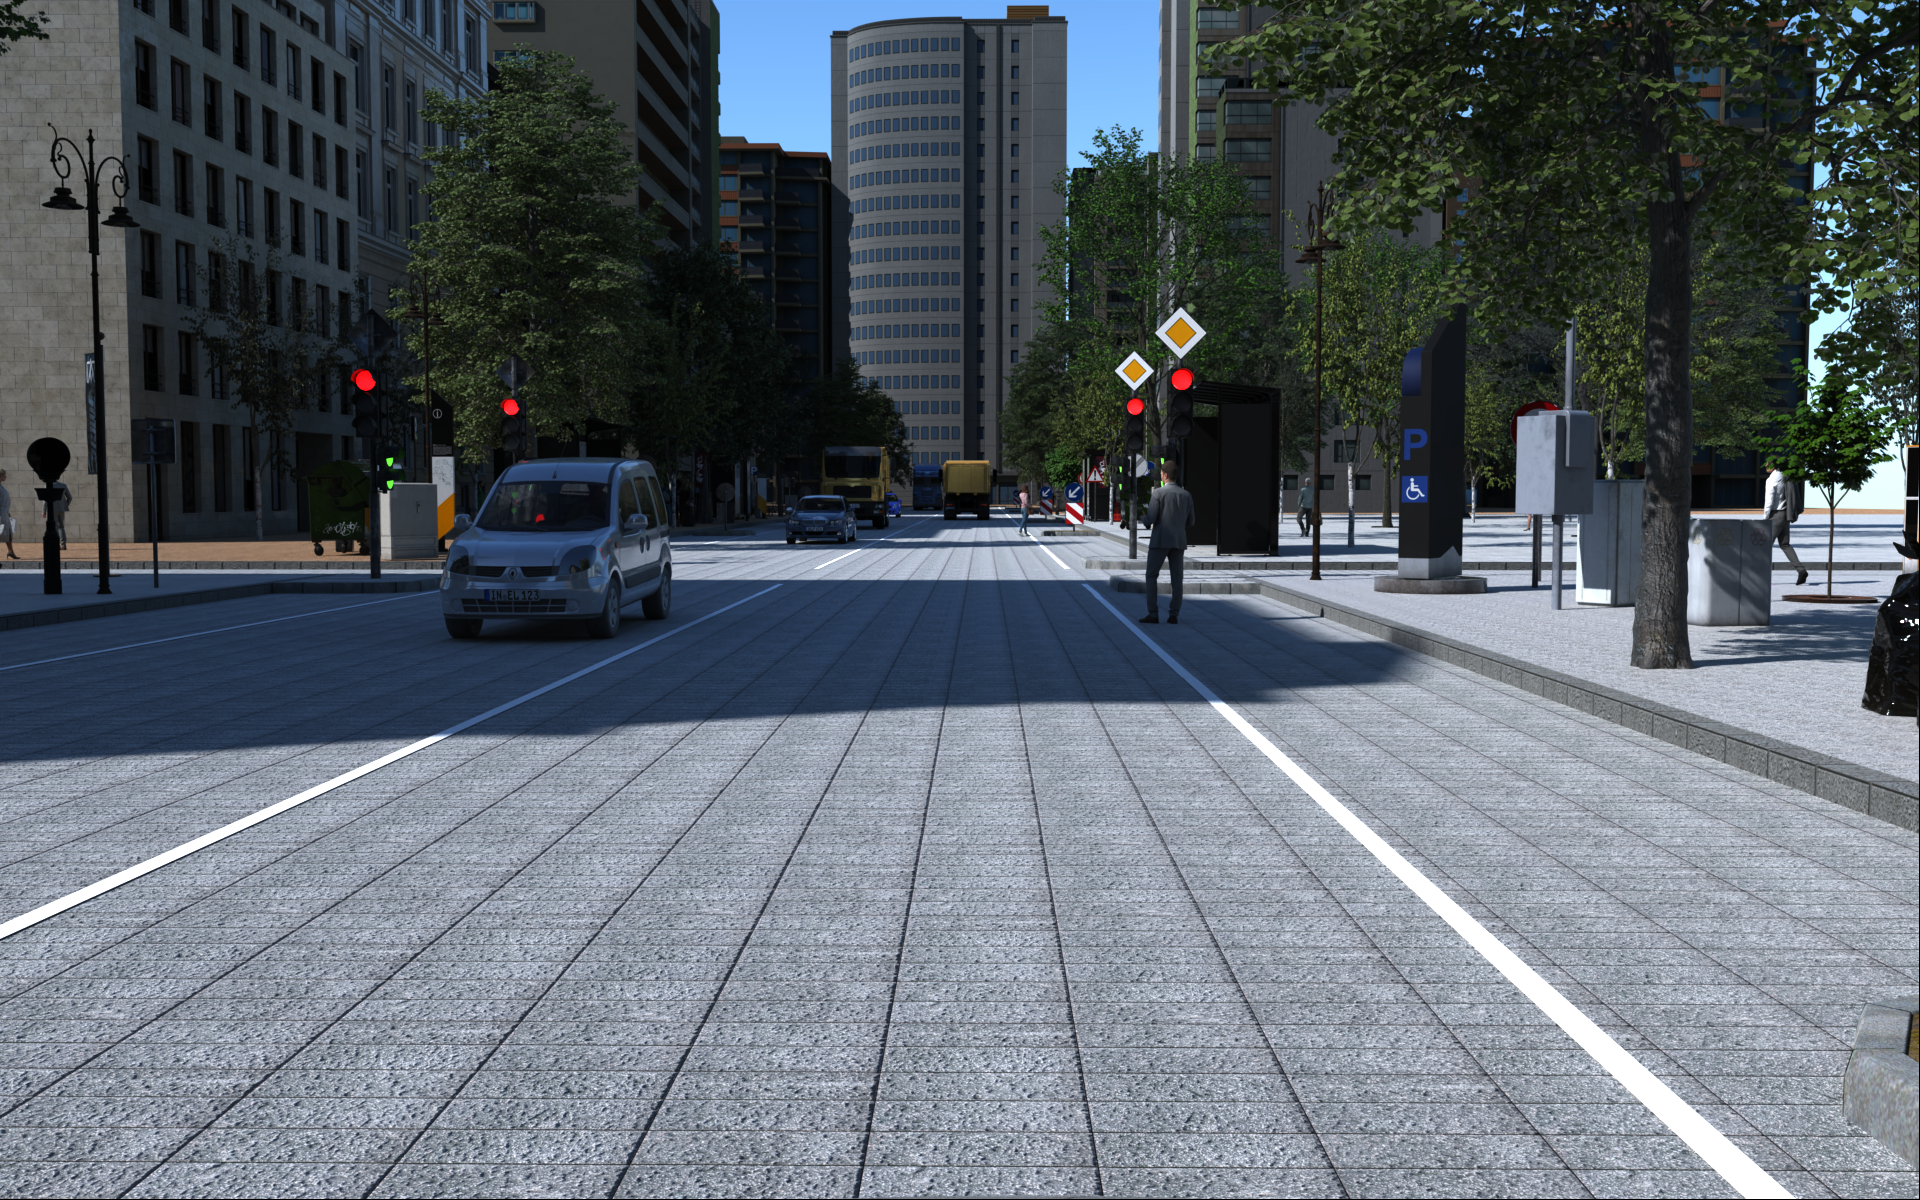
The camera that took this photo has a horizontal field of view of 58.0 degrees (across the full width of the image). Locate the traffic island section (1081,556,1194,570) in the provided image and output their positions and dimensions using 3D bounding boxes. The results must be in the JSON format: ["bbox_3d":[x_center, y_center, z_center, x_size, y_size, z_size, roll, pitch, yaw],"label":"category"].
[{"bbox_3d":[3.437,-0.728,34.183,2.009,0.180,2.903,0,4,1],"label":"traffic island section"}]

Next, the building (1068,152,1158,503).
[{"bbox_3d":[20.377,-32.203,210.121,14.086,41.232,14.154,0,4,1],"label":"building"}]

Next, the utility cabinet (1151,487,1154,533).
[{"bbox_3d":[6.450,-2.699,52.813,1.173,1.500,0.318,0,4,-4],"label":"utility cabinet"}]

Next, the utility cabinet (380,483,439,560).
[{"bbox_3d":[-10.729,-1.535,33.778,0.318,1.500,1.173,2,4,31],"label":"utility cabinet"}]

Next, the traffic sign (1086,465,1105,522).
[{"bbox_3d":[6.103,-4.787,78.266,0.884,2.594,0.081,1,4,9],"label":"traffic sign"}]

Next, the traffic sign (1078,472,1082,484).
[{"bbox_3d":[7.051,-5.983,97.926,0.768,2.556,0.104,0,4,5],"label":"traffic sign"}]

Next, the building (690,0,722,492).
[{"bbox_3d":[-27.044,-27.803,138.175,14.154,41.232,14.086,0,4,1],"label":"building"}]

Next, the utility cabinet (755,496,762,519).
[{"bbox_3d":[-10.500,-4.897,91.235,0.306,1.237,1.020,1,4,12],"label":"utility cabinet"}]

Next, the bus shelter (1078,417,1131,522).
[{"bbox_3d":[6.922,-6.532,84.437,2.179,5.291,8.768,0,4,1],"label":"bus shelter"}]

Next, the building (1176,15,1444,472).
[{"bbox_3d":[42.324,-41.017,212.633,28.212,58.520,21.231,0,4,1],"label":"building"}]

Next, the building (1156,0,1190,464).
[{"bbox_3d":[28.740,-37.738,159.016,21.231,58.520,28.212,0,4,1],"label":"building"}]

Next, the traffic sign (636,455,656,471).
[{"bbox_3d":[-10.235,-3.432,56.215,0.768,2.556,0.104,0,4,5],"label":"traffic sign"}]

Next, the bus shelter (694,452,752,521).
[{"bbox_3d":[-11.759,-6.586,85.310,2.179,5.291,8.768,0,4,1],"label":"bus shelter"}]

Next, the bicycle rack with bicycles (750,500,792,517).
[{"bbox_3d":[-11.123,-5.276,99.652,2.852,0.926,2.925,3,4,36],"label":"bicycle rack with bicycles"}]

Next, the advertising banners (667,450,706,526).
[{"bbox_3d":[-11.145,-4.508,69.900,2.074,3.025,0.090,1,4,22],"label":"advertising banners"}]

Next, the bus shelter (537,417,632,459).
[{"bbox_3d":[-12.065,-3.952,55.897,1.731,3.624,6.357,0,4,1],"label":"bus shelter"}]

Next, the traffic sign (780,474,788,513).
[{"bbox_3d":[-11.184,-6.672,109.194,0.768,2.556,0.104,0,4,3],"label":"traffic sign"}]

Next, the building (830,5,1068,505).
[{"bbox_3d":[-1.418,-41.060,213.328,28.212,58.520,21.231,0,4,1],"label":"building"}]

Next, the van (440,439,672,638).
[{"bbox_3d":[-4.217,-0.703,18.506,2.013,2.044,4.112,0,4,2],"label":"van"}]

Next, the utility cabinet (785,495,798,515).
[{"bbox_3d":[-10.418,-5.936,108.220,1.020,1.237,0.306,1,4,21],"label":"utility cabinet"}]

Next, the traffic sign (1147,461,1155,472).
[{"bbox_3d":[7.225,-4.075,66.730,0.768,2.556,0.104,1,4,10],"label":"traffic sign"}]

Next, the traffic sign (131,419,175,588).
[{"bbox_3d":[-11.006,-1.317,23.656,0.606,2.300,0.079,0,4,2],"label":"traffic sign"}]

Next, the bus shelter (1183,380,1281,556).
[{"bbox_3d":[5.865,-2.907,38.816,1.731,3.624,6.357,0,4,1],"label":"bus shelter"}]

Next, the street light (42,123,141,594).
[{"bbox_3d":[-11.003,-3.016,22.094,0.468,5.910,1.993,0,4,1],"label":"street light"}]

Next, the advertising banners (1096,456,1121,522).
[{"bbox_3d":[7.244,-5.094,79.469,2.074,3.025,0.090,0,4,-6],"label":"advertising banners"}]

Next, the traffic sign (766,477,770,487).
[{"bbox_3d":[-11.945,-6.349,105.932,0.606,2.300,0.079,0,4,5],"label":"traffic sign"}]

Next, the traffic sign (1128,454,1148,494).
[{"bbox_3d":[5.506,-3.321,54.402,0.768,2.556,0.104,0,4,2],"label":"traffic sign"}]

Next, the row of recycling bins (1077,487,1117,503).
[{"bbox_3d":[7.925,-5.329,94.244,3.534,1.692,1.069,2,4,34],"label":"row of recycling bins"}]

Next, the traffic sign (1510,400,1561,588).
[{"bbox_3d":[7.874,-1.440,23.644,0.768,2.556,0.104,0,4,5],"label":"traffic sign"}]

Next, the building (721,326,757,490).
[{"bbox_3d":[-35.103,-19.301,160.617,28.899,21.520,27.650,0,4,1],"label":"building"}]

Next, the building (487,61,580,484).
[{"bbox_3d":[-27.815,-15.933,90.175,12.332,23.373,15.834,0,4,1],"label":"building"}]

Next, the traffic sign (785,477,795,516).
[{"bbox_3d":[-10.109,-6.161,102.863,0.606,2.300,0.079,1,4,10],"label":"traffic sign"}]

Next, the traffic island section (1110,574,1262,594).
[{"bbox_3d":[3.326,-0.240,26.199,2.009,0.180,2.903,0,4,1],"label":"traffic island section"}]

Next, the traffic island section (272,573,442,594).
[{"bbox_3d":[-8.914,-0.250,26.372,2.009,0.180,2.903,0,4,1],"label":"traffic island section"}]

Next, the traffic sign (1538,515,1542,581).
[{"bbox_3d":[8.500,-1.546,25.378,0.768,2.556,0.104,0,4,7],"label":"traffic sign"}]

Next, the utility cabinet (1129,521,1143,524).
[{"bbox_3d":[7.600,-3.925,75.337,0.306,1.237,1.020,-2,4,-27],"label":"utility cabinet"}]

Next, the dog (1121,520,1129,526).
[{"bbox_3d":[6.648,-3.326,68.767,0.513,0.831,0.800,3,4,38],"label":"dog"}]

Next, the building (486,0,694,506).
[{"bbox_3d":[-30.980,-30.344,119.821,21.300,48.544,21.600,0,4,1],"label":"building"}]

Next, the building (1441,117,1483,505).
[{"bbox_3d":[63.868,-34.182,208.981,14.200,45.320,14.600,0,4,1],"label":"building"}]

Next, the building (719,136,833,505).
[{"bbox_3d":[-30.185,-34.273,214.987,28.867,44.769,22.147,0,4,1],"label":"building"}]

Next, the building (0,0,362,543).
[{"bbox_3d":[-26.639,-12.130,53.072,10.420,20.320,16.860,0,4,1],"label":"building"}]

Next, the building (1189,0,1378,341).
[{"bbox_3d":[24.987,-27.784,137.866,14.154,41.232,14.086,0,4,1],"label":"building"}]

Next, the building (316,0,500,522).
[{"bbox_3d":[-28.223,-17.455,71.293,13.634,28.700,20.117,0,4,1],"label":"building"}]

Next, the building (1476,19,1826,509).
[{"bbox_3d":[64.369,-31.039,162.111,28.867,44.769,22.147,0,4,1],"label":"building"}]

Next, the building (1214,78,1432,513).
[{"bbox_3d":[24.960,-21.534,123.787,14.160,30.474,14.107,0,4,1],"label":"building"}]
